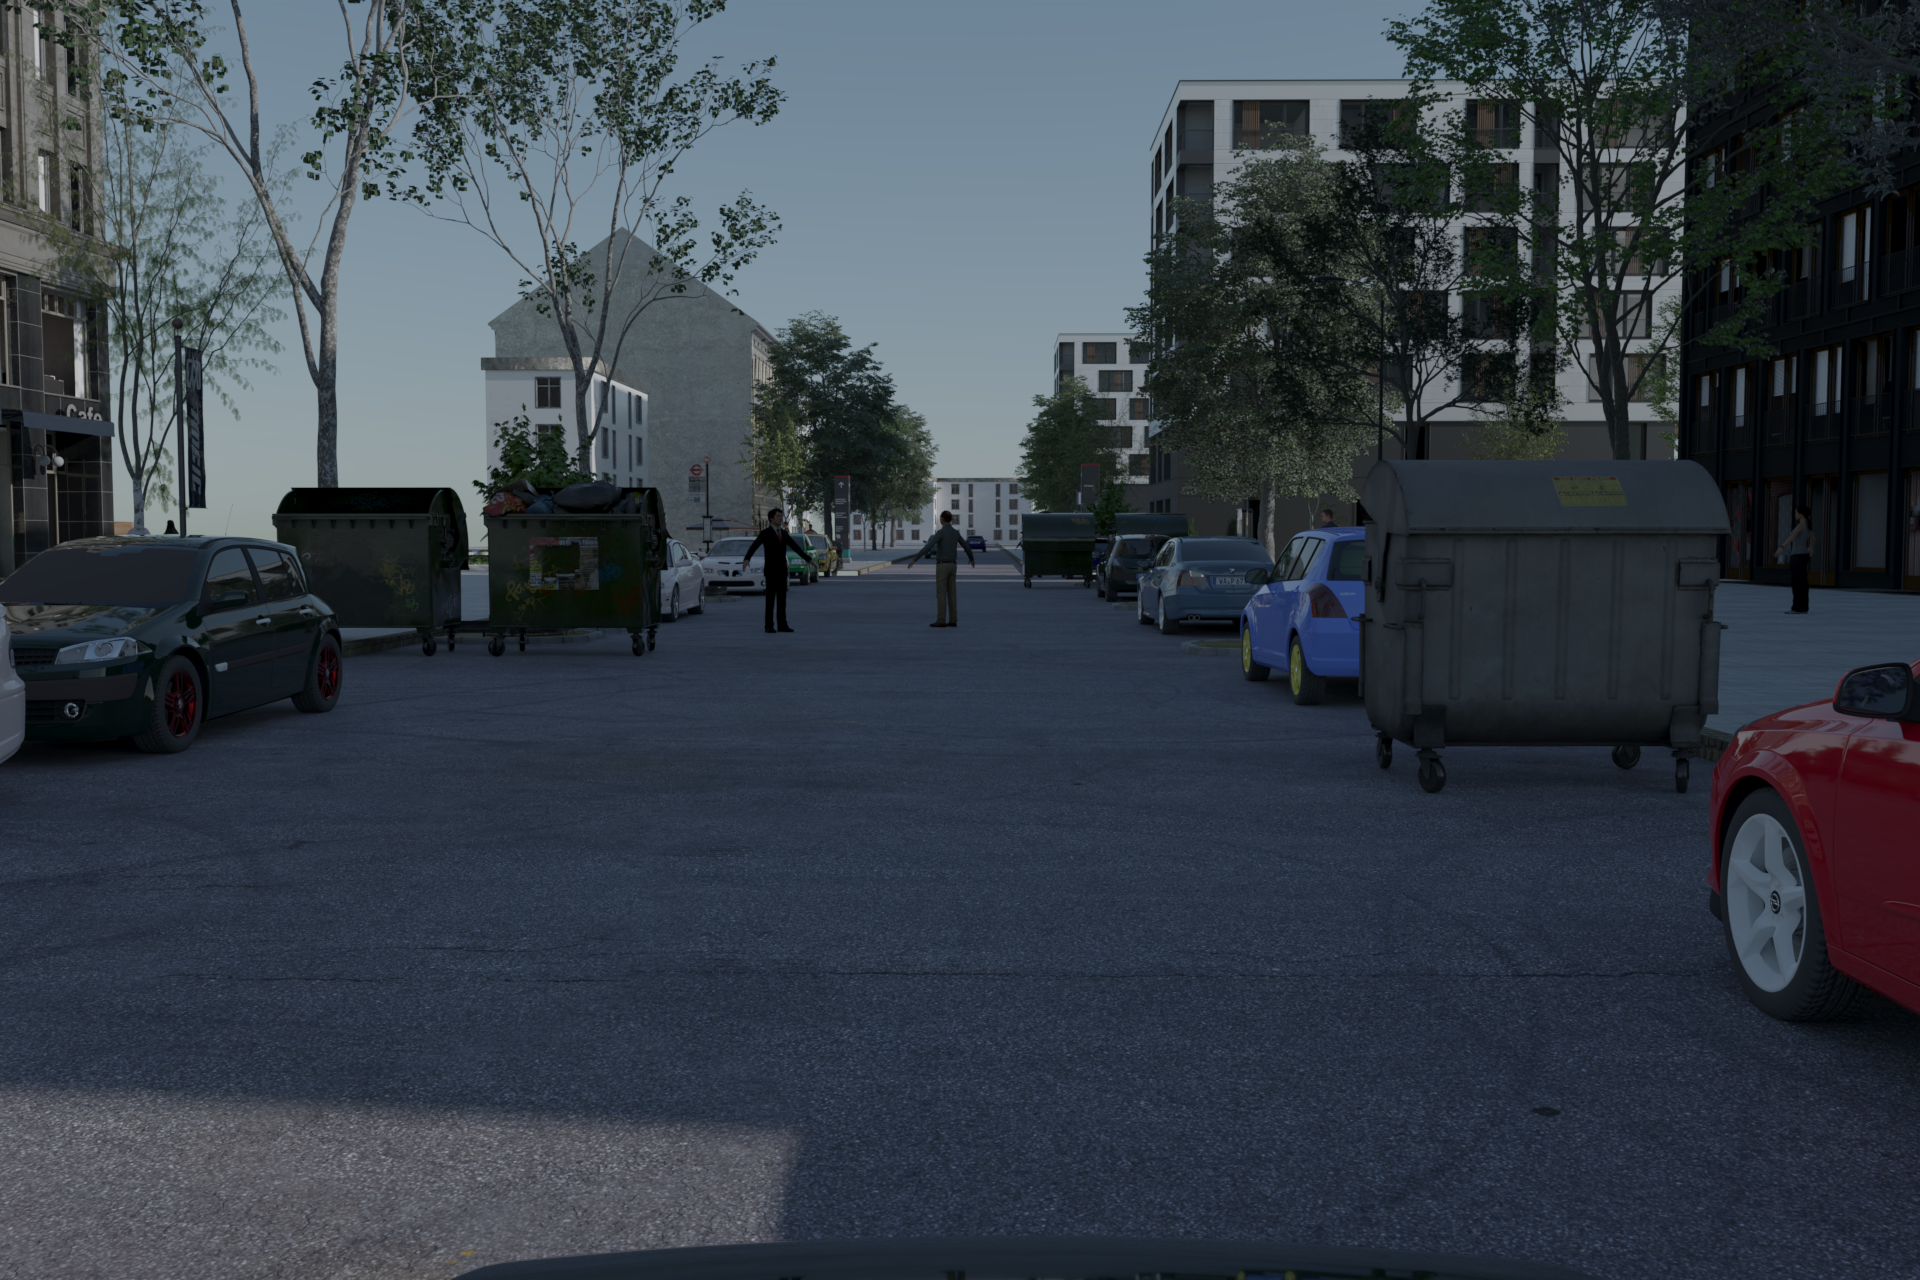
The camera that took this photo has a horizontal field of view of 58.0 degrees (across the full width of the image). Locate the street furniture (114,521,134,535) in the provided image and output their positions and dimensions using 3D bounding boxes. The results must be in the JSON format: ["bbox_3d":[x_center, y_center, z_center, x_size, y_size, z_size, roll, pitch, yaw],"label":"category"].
[{"bbox_3d":[-30.696,-3.241,59.837,11.010,1.723,9.812,-1,4,-15],"label":"street furniture"}]

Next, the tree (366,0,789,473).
[{"bbox_3d":[-10.738,-11.845,49.550,12.611,20.169,13.585,0,3,0],"label":"tree"}]

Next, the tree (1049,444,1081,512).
[{"bbox_3d":[8.755,-11.107,131.968,4.360,8.622,3.978,0,3,0],"label":"tree"}]

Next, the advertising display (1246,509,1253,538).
[{"bbox_3d":[7.434,-2.424,44.849,0.123,1.923,0.974,0,4,0],"label":"advertising display"}]

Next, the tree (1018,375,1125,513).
[{"bbox_3d":[7.935,-12.535,123.075,7.486,12.596,7.792,0,3,0],"label":"tree"}]

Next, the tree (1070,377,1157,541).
[{"bbox_3d":[6.914,-8.056,82.079,4.360,8.622,3.978,0,3,0],"label":"tree"}]

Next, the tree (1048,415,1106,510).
[{"bbox_3d":[7.462,-9.551,106.523,4.737,8.622,4.395,0,3,0],"label":"tree"}]

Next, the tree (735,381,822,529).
[{"bbox_3d":[-8.402,-8.075,82.380,4.737,8.622,4.395,0,3,0],"label":"tree"}]

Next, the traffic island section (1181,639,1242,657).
[{"bbox_3d":[3.736,0.103,21.180,1.991,0.108,1.994,0,4,1],"label":"traffic island section"}]

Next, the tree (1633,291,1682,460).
[{"bbox_3d":[29.540,-8.593,66.255,9.928,11.665,9.643,0,3,0],"label":"tree"}]

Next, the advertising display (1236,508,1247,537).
[{"bbox_3d":[7.113,-2.362,43.827,0.123,1.923,0.974,0,4,1],"label":"advertising display"}]

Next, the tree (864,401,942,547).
[{"bbox_3d":[-6.403,-15.874,166.192,9.857,13.997,8.962,0,3,0],"label":"tree"}]

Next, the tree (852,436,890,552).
[{"bbox_3d":[-6.836,-10.614,123.902,4.737,8.622,4.395,0,3,0],"label":"tree"}]

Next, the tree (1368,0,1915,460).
[{"bbox_3d":[9.724,-6.108,25.625,9.928,11.665,9.643,0,3,0],"label":"tree"}]

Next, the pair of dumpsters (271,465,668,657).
[{"bbox_3d":[-5.798,-0.961,20.663,4.436,2.255,1.574,0,4,1],"label":"pair of dumpsters"}]

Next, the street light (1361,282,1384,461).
[{"bbox_3d":[8.123,-3.589,31.217,1.470,5.913,1.316,0,4,0],"label":"street light"}]

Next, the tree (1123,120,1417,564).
[{"bbox_3d":[9.875,-9.095,55.358,9.857,13.997,8.962,0,3,0],"label":"tree"}]

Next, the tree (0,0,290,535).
[{"bbox_3d":[-11.549,-4.481,23.628,4.360,8.622,3.978,0,3,0],"label":"tree"}]

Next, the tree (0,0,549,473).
[{"bbox_3d":[-13.007,-10.824,32.856,12.611,20.169,13.585,0,3,0],"label":"tree"}]

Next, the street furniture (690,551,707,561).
[{"bbox_3d":[-11.132,-3.895,79.307,5.734,0.657,10.072,1,4,12],"label":"street furniture"}]

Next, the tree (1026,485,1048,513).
[{"bbox_3d":[8.452,-13.097,164.504,4.737,8.622,4.395,0,3,0],"label":"tree"}]

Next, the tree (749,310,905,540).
[{"bbox_3d":[-7.430,-11.709,98.105,9.857,13.997,8.962,0,3,0],"label":"tree"}]

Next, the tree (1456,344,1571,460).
[{"bbox_3d":[21.456,-7.046,65.560,4.360,8.622,3.978,0,3,0],"label":"tree"}]

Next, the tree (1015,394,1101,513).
[{"bbox_3d":[8.319,-13.624,140.879,7.486,12.596,7.792,0,3,0],"label":"tree"}]

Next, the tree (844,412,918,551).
[{"bbox_3d":[-6.796,-12.798,135.003,9.928,11.665,9.643,0,3,0],"label":"tree"}]

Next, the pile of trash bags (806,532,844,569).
[{"bbox_3d":[-5.202,-3.241,62.742,1.912,1.369,3.447,0,4,2],"label":"pile of trash bags"}]

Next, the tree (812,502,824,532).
[{"bbox_3d":[-19.546,-18.615,254.711,4.360,8.622,3.978,0,3,0],"label":"tree"}]

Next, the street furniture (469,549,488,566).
[{"bbox_3d":[-21.941,-3.359,70.539,10.072,0.657,5.734,-3,5,-39],"label":"street furniture"}]

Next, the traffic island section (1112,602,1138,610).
[{"bbox_3d":[3.942,-0.643,33.387,1.991,0.108,1.994,0,4,2],"label":"traffic island section"}]

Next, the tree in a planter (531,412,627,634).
[{"bbox_3d":[-5.910,-1.727,25.465,1.991,3.239,1.994,0,4,1],"label":"tree in a planter"}]

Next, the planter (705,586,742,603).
[{"bbox_3d":[-5.716,-0.968,36.964,1.991,0.319,1.994,0,4,2],"label":"planter"}]

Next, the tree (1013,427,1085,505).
[{"bbox_3d":[8.529,-13.979,154.307,9.928,11.665,9.643,0,3,0],"label":"tree"}]

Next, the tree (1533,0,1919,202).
[{"bbox_3d":[9.600,-6.310,13.536,12.009,13.543,11.850,0,3,0],"label":"tree"}]

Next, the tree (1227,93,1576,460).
[{"bbox_3d":[9.563,-6.276,37.025,7.601,10.594,8.767,2,4,27],"label":"tree"}]

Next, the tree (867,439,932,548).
[{"bbox_3d":[-6.841,-13.482,154.835,8.767,10.594,7.601,-1,4,-11],"label":"tree"}]

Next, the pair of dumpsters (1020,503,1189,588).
[{"bbox_3d":[3.818,-2.519,46.142,4.436,2.255,1.574,0,4,0],"label":"pair of dumpsters"}]

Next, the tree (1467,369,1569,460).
[{"bbox_3d":[24.342,-7.608,74.750,4.737,8.622,4.395,0,3,0],"label":"tree"}]

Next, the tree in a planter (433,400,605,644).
[{"bbox_3d":[-5.915,-1.601,23.391,1.991,3.239,1.994,0,4,1],"label":"tree in a planter"}]

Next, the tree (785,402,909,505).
[{"bbox_3d":[-7.751,-11.049,115.071,8.767,10.594,7.601,0,4,-6],"label":"tree"}]

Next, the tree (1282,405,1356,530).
[{"bbox_3d":[14.594,-7.390,71.190,4.360,8.622,3.978,0,3,0],"label":"tree"}]

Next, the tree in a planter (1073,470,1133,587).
[{"bbox_3d":[4.135,-3.102,47.942,1.991,3.239,1.994,0,4,1],"label":"tree in a planter"}]
